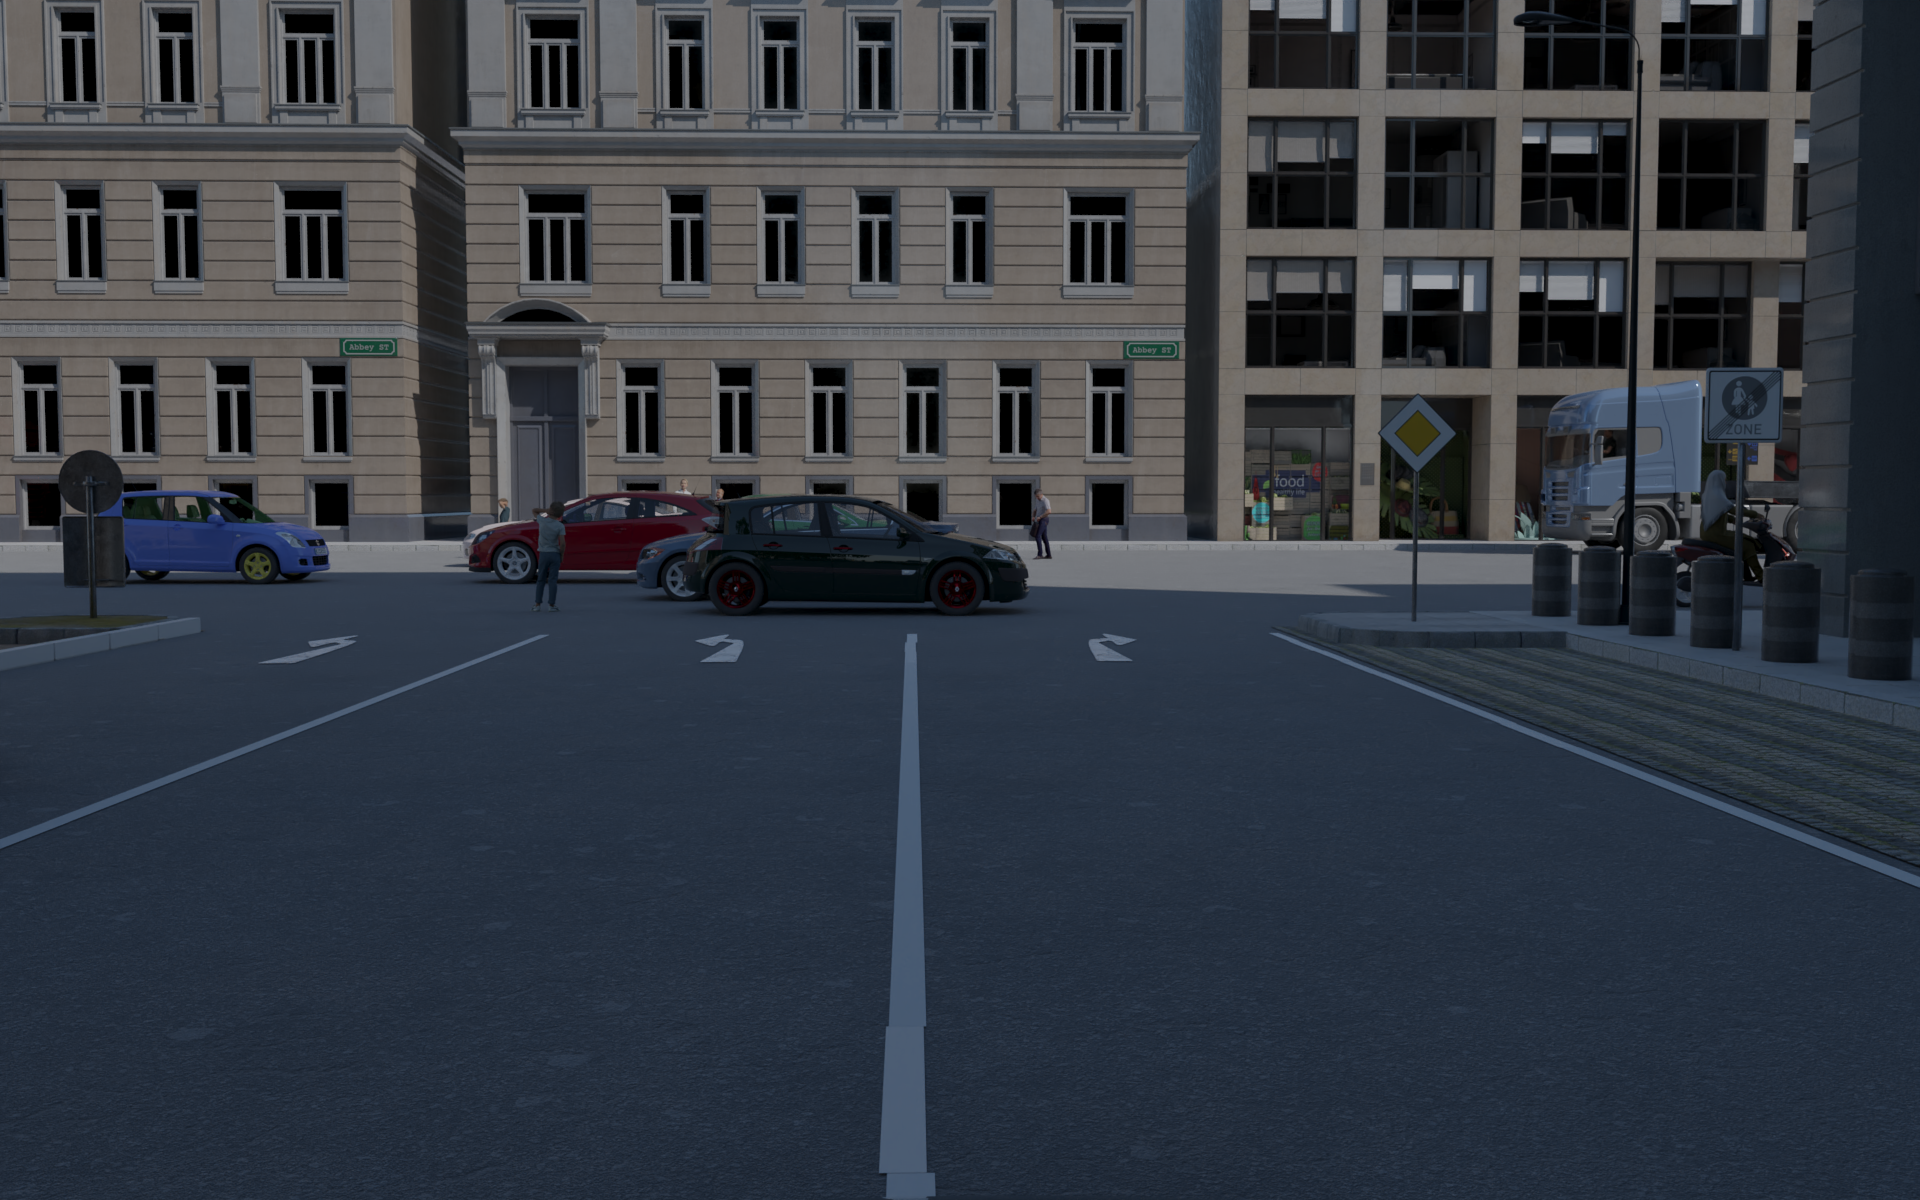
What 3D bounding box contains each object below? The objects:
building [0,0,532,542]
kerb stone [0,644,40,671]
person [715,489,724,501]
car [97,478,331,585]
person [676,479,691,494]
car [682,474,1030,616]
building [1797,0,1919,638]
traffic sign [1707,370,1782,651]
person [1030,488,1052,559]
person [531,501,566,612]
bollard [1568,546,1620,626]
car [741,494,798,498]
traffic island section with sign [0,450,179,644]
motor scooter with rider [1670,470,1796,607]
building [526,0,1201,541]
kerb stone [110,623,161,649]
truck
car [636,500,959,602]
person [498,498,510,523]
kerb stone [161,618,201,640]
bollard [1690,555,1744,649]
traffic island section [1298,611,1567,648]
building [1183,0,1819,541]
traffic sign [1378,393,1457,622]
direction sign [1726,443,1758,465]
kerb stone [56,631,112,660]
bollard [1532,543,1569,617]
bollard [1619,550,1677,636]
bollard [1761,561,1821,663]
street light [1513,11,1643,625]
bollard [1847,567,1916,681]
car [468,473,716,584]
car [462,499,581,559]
[{"bbox_3d":[-24.588,-16.232,51.301,20.117,28.700,13.634,0,4,-2],"label":"building"},{"bbox_3d":[-7.834,0.478,14.382,0.120,0.150,1.000,0,4,-2],"label":"kerb stone"},{"bbox_3d":[-5.639,-1.806,40.302,0.482,1.546,0.388,2,4,34],"label":"person"},{"bbox_3d":[-12.203,-1.136,28.163,3.694,1.707,1.945,0,4,0],"label":"car"},{"bbox_3d":[-6.650,-2.007,41.536,0.478,1.798,0.641,-1,4,-12],"label":"person"},{"bbox_3d":[-1.257,-0.692,21.097,4.222,1.686,2.009,0,4,0],"label":"car"},{"bbox_3d":[13.637,-13.661,0.844,11.434,29.767,29.804,0,4,-2],"label":"building"},{"bbox_3d":[6.353,-0.733,14.112,0.606,2.300,0.079,0,4,3],"label":"traffic sign"},{"bbox_3d":[1.801,-1.669,38.001,0.590,1.554,0.614,-2,4,-24],"label":"person"},{"bbox_3d":[-5.034,-0.534,21.145,0.435,1.345,0.340,-1,4,-12],"label":"person"},{"bbox_3d":[6.280,-0.141,17.015,0.404,0.777,0.398,0,3,0],"label":"bollard"},{"bbox_3d":[-2.745,-1.176,31.031,4.920,1.459,2.131,0,4,-2],"label":"car"},{"bbox_3d":[-8.966,-0.562,17.322,2.006,1.907,1.989,0,4,-2],"label":"traffic island section with sign"},{"bbox_3d":[9.847,-0.791,21.905,1.986,1.779,0.876,0,4,-2],"label":"motor scooter with rider"},{"bbox_3d":[-3.708,-16.289,52.237,20.117,28.700,13.634,0,4,-2],"label":"building"},{"bbox_3d":[-7.892,0.352,16.441,0.120,0.150,1.000,0,4,-2],"label":"kerb stone"},{"bbox_3d":[23.036,-3.200,42.080,18.799,4.110,2.967,0,4,-3],"label":"truck"},{"bbox_3d":[-2.187,-0.726,23.872,4.499,1.417,2.014,0,4,-1],"label":"car"},{"bbox_3d":[-10.149,-1.592,38.442,0.340,1.345,0.435,-2,4,-24],"label":"person"},{"bbox_3d":[-7.925,0.289,17.466,0.120,0.150,1.000,0,4,-2],"label":"kerb stone"},{"bbox_3d":[6.349,0.011,14.535,0.404,0.777,0.398,0,3,0],"label":"bollard"},{"bbox_3d":[4.593,0.295,17.457,2.009,0.180,2.903,0,4,-2],"label":"traffic island section"},{"bbox_3d":[23.690,-15.387,56.090,34.151,26.468,19.350,0,4,-2],"label":"building"},{"bbox_3d":[4.569,-0.840,17.379,0.795,2.450,0.064,0,4,-2],"label":"traffic sign"},{"bbox_3d":[20.914,-3.324,46.340,0.876,3.537,0.379,0,4,-5],"label":"direction sign"},{"bbox_3d":[-7.864,0.415,15.409,0.120,0.150,1.000,0,4,-2],"label":"kerb stone"},{"bbox_3d":[6.241,-0.217,18.259,0.404,0.777,0.398,0,3,0],"label":"bollard"},{"bbox_3d":[6.311,-0.065,15.774,0.404,0.777,0.398,0,3,0],"label":"bollard"},{"bbox_3d":[6.379,0.087,13.297,0.404,0.777,0.398,0,3,0],"label":"bollard"},{"bbox_3d":[6.028,-2.711,16.871,1.470,5.913,1.316,0,4,-2],"label":"street light"},{"bbox_3d":[6.417,0.162,12.063,0.404,0.777,0.398,0,3,0],"label":"bollard"},{"bbox_3d":[-5.779,-1.180,28.328,4.494,1.783,2.155,0,4,0],"label":"car"},{"bbox_3d":[-7.456,-1.357,34.544,4.827,1.381,2.083,0,4,0],"label":"car"}]
